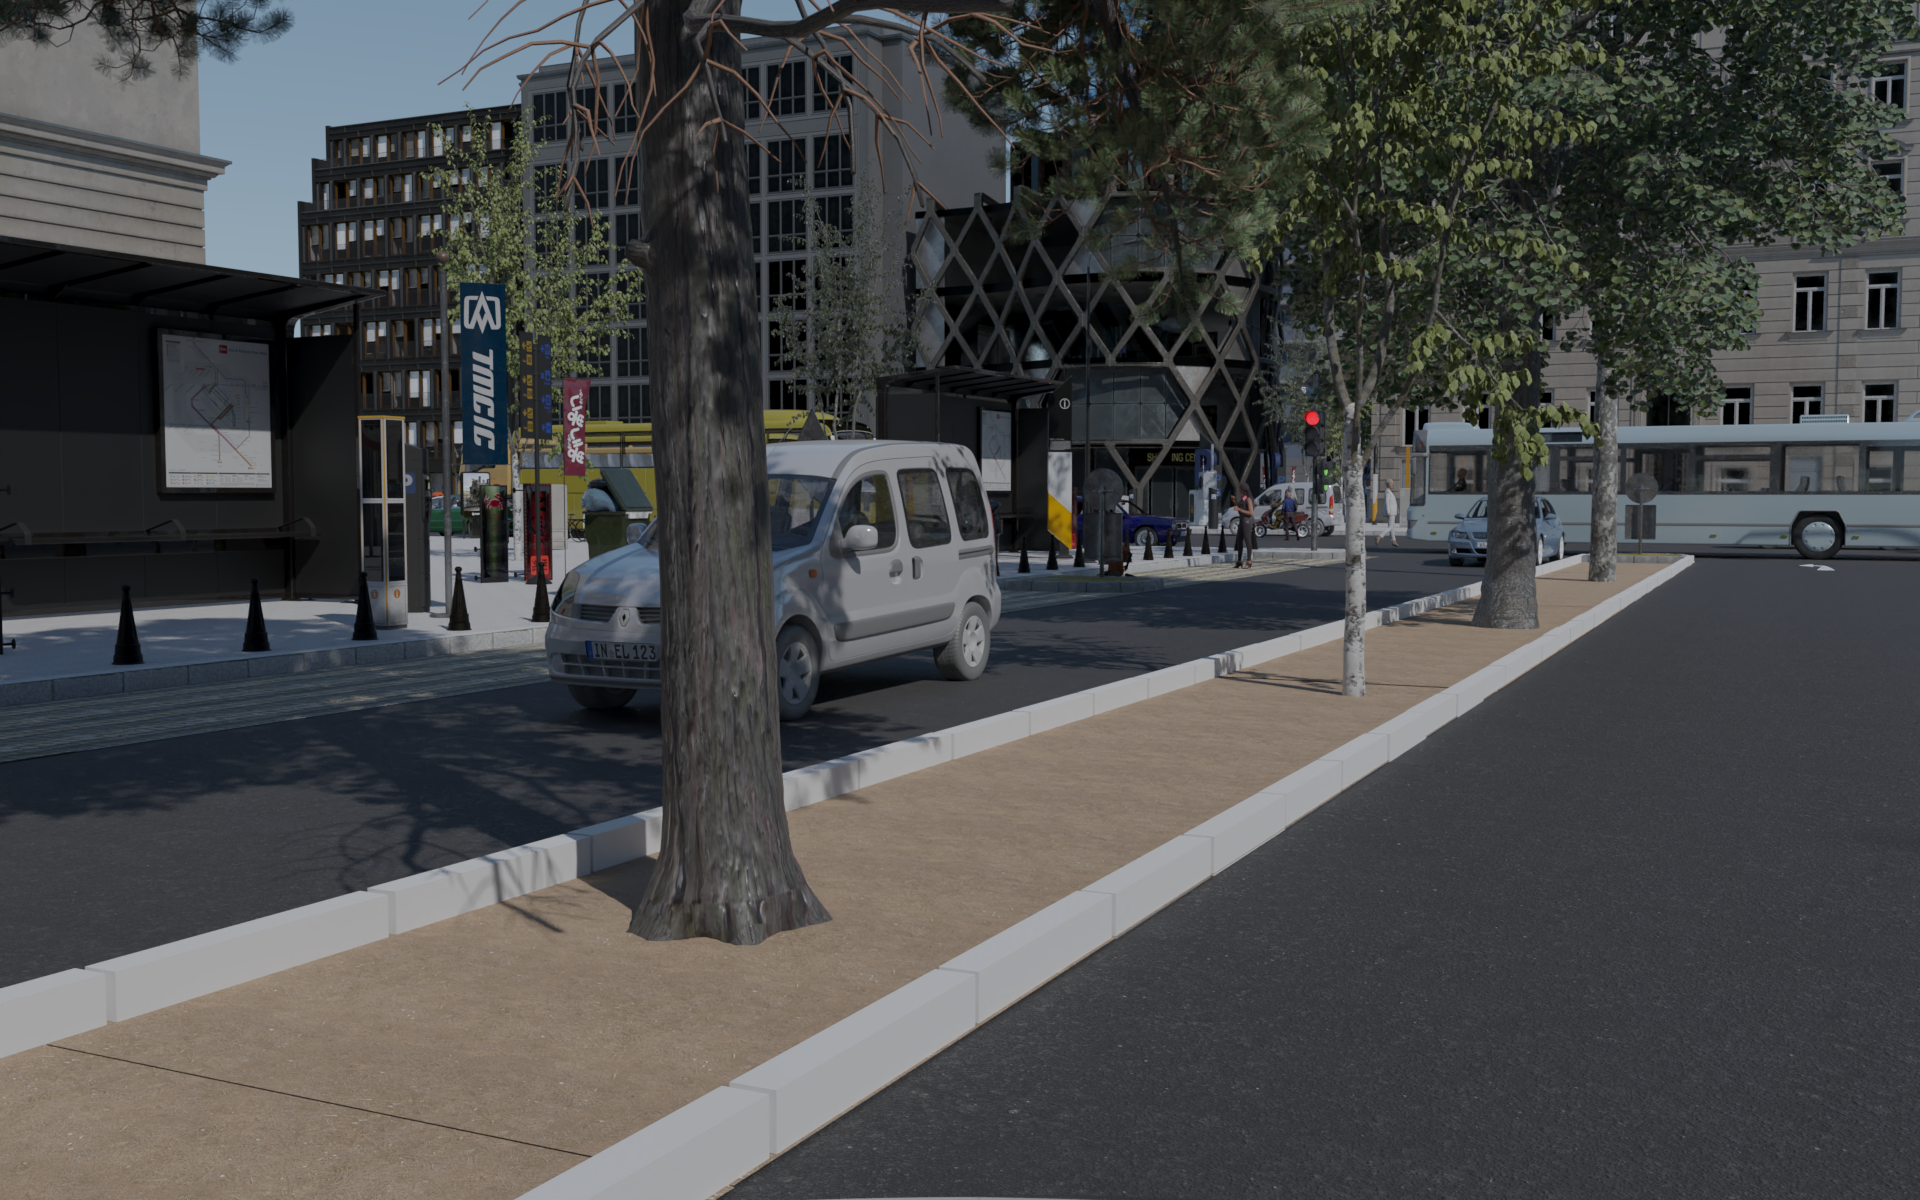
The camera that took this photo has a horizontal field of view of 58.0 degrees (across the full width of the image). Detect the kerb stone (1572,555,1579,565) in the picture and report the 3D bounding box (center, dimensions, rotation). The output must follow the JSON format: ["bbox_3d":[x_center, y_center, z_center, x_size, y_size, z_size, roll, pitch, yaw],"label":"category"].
[{"bbox_3d":[12.245,-0.767,34.739,0.120,0.150,1.000,2,4,26],"label":"kerb stone"}]

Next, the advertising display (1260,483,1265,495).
[{"bbox_3d":[18.028,-5.999,103.299,0.974,1.923,0.123,3,4,39],"label":"advertising display"}]

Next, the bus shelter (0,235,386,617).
[{"bbox_3d":[-8.735,-1.617,17.717,1.731,3.624,6.357,2,4,26],"label":"bus shelter"}]

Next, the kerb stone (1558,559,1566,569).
[{"bbox_3d":[11.339,-0.653,32.878,0.120,0.150,1.000,2,4,26],"label":"kerb stone"}]

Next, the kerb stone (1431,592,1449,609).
[{"bbox_3d":[5.958,0.028,21.781,0.120,0.150,1.000,2,4,26],"label":"kerb stone"}]

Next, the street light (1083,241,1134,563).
[{"bbox_3d":[2.856,-3.627,31.847,1.470,5.913,1.316,2,4,26],"label":"street light"}]

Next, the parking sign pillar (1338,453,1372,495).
[{"bbox_3d":[25.821,-7.667,113.830,1.447,3.967,1.447,-2,4,-29],"label":"parking sign pillar"}]

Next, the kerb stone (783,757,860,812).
[{"bbox_3d":[-0.764,0.873,7.915,0.120,0.150,1.000,2,4,26],"label":"kerb stone"}]

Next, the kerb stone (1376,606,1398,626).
[{"bbox_3d":[4.615,0.195,19.013,0.120,0.150,1.000,2,4,26],"label":"kerb stone"}]

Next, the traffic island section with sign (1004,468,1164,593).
[{"bbox_3d":[1.969,-1.062,25.991,1.989,1.847,2.006,2,4,26],"label":"traffic island section with sign"}]

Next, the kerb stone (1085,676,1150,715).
[{"bbox_3d":[1.030,0.647,11.619,0.120,0.150,1.000,2,4,26],"label":"kerb stone"}]

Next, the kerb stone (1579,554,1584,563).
[{"bbox_3d":[12.681,-0.823,35.667,0.120,0.150,1.000,2,4,26],"label":"kerb stone"}]

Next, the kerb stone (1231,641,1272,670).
[{"bbox_3d":[2.375,0.478,14.388,0.120,0.150,1.000,2,4,26],"label":"kerb stone"}]

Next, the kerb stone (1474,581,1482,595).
[{"bbox_3d":[7.302,-0.141,24.547,0.120,0.150,1.000,2,4,26],"label":"kerb stone"}]

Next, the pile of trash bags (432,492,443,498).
[{"bbox_3d":[-23.454,-4.390,81.534,1.912,1.369,3.447,2,4,32],"label":"pile of trash bags"}]

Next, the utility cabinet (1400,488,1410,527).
[{"bbox_3d":[17.464,-3.526,66.334,1.173,1.500,0.318,1,4,22],"label":"utility cabinet"}]

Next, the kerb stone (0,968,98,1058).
[{"bbox_3d":[-2.559,1.100,4.215,0.120,0.150,1.000,2,4,26],"label":"kerb stone"}]

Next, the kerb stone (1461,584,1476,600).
[{"bbox_3d":[6.855,-0.083,23.625,0.120,0.150,1.000,2,4,26],"label":"kerb stone"}]

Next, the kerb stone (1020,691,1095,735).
[{"bbox_3d":[0.581,0.704,10.688,0.120,0.150,1.000,2,4,26],"label":"kerb stone"}]

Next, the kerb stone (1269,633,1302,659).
[{"bbox_3d":[2.815,0.428,15.314,0.120,0.150,1.000,2,4,26],"label":"kerb stone"}]

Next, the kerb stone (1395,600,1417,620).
[{"bbox_3d":[5.072,0.138,19.933,0.120,0.150,1.000,2,4,26],"label":"kerb stone"}]

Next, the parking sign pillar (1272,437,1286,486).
[{"bbox_3d":[14.973,-5.672,81.211,1.447,3.967,1.447,0,4,2],"label":"parking sign pillar"}]

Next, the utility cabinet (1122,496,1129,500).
[{"bbox_3d":[6.165,-3.504,68.444,1.020,1.237,0.306,-2,4,-27],"label":"utility cabinet"}]

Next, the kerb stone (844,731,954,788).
[{"bbox_3d":[-0.319,0.817,8.838,0.120,0.150,1.000,2,4,26],"label":"kerb stone"}]

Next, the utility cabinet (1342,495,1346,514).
[{"bbox_3d":[24.398,-6.067,110.356,0.306,1.237,1.020,1,4,21],"label":"utility cabinet"}]

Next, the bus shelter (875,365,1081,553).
[{"bbox_3d":[0.470,-2.664,34.834,1.731,3.624,6.357,2,4,26],"label":"bus shelter"}]

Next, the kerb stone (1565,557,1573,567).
[{"bbox_3d":[11.795,-0.710,33.807,0.120,0.150,1.000,2,4,26],"label":"kerb stone"}]

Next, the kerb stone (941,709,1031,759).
[{"bbox_3d":[0.132,0.763,9.759,0.120,0.150,1.000,2,4,26],"label":"kerb stone"}]

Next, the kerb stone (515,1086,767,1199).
[{"bbox_3d":[-0.680,1.157,3.283,0.120,0.150,1.000,2,4,26],"label":"kerb stone"}]

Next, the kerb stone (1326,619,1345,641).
[{"bbox_3d":[3.713,0.311,17.162,0.120,0.150,1.000,2,4,26],"label":"kerb stone"}]

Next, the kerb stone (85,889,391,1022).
[{"bbox_3d":[-2.107,1.045,5.135,0.120,0.150,1.000,2,4,26],"label":"kerb stone"}]

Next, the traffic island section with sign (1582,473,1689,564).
[{"bbox_3d":[14.270,-1.732,36.452,2.006,1.907,1.989,2,4,26],"label":"traffic island section with sign"}]

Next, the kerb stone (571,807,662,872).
[{"bbox_3d":[-1.216,0.930,6.991,0.120,0.150,1.000,2,4,26],"label":"kerb stone"}]

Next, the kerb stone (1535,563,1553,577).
[{"bbox_3d":[10.443,-0.540,31.026,0.120,0.150,1.000,2,4,26],"label":"kerb stone"}]

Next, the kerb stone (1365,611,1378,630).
[{"bbox_3d":[4.170,0.253,18.090,0.120,0.150,1.000,2,4,26],"label":"kerb stone"}]

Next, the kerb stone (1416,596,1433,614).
[{"bbox_3d":[5.512,0.082,20.859,0.120,0.150,1.000,2,4,26],"label":"kerb stone"}]

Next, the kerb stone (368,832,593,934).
[{"bbox_3d":[-1.657,0.987,6.065,0.120,0.150,1.000,2,4,26],"label":"kerb stone"}]

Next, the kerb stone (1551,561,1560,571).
[{"bbox_3d":[10.893,-0.597,31.955,0.120,0.150,1.000,2,4,26],"label":"kerb stone"}]

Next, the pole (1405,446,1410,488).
[{"bbox_3d":[19.019,-4.879,73.622,0.158,3.312,0.155,0,3,0],"label":"pole"}]

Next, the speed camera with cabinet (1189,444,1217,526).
[{"bbox_3d":[9.716,-4.588,69.347,0.660,3.252,2.038,0,4,-8],"label":"speed camera with cabinet"}]

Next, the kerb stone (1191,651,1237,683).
[{"bbox_3d":[1.930,0.534,13.465,0.120,0.150,1.000,2,4,26],"label":"kerb stone"}]

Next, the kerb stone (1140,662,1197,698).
[{"bbox_3d":[1.482,0.591,12.538,0.120,0.150,1.000,2,4,26],"label":"kerb stone"}]

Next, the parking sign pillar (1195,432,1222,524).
[{"bbox_3d":[10.742,-5.291,74.973,1.447,3.967,1.447,-2,4,-34],"label":"parking sign pillar"}]

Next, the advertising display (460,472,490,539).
[{"bbox_3d":[-13.949,-2.732,49.888,0.123,1.923,0.974,3,4,37],"label":"advertising display"}]

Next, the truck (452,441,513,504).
[{"bbox_3d":[-13.602,-3.923,60.059,9.791,3.379,3.469,2,4,27],"label":"truck"}]

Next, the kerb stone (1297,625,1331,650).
[{"bbox_3d":[3.272,0.366,16.237,0.120,0.150,1.000,2,4,26],"label":"kerb stone"}]

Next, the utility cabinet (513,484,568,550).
[{"bbox_3d":[-9.575,-1.887,39.535,1.173,1.500,0.318,-2,4,-31],"label":"utility cabinet"}]

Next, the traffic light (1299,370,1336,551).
[{"bbox_3d":[8.026,-3.067,39.066,0.839,4.253,0.868,2,4,26],"label":"traffic light"}]

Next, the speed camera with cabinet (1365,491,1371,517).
[{"bbox_3d":[22.566,-6.169,95.196,2.038,3.252,0.660,0,4,3],"label":"speed camera with cabinet"}]

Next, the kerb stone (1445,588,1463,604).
[{"bbox_3d":[6.407,-0.031,22.703,0.120,0.150,1.000,2,4,26],"label":"kerb stone"}]
